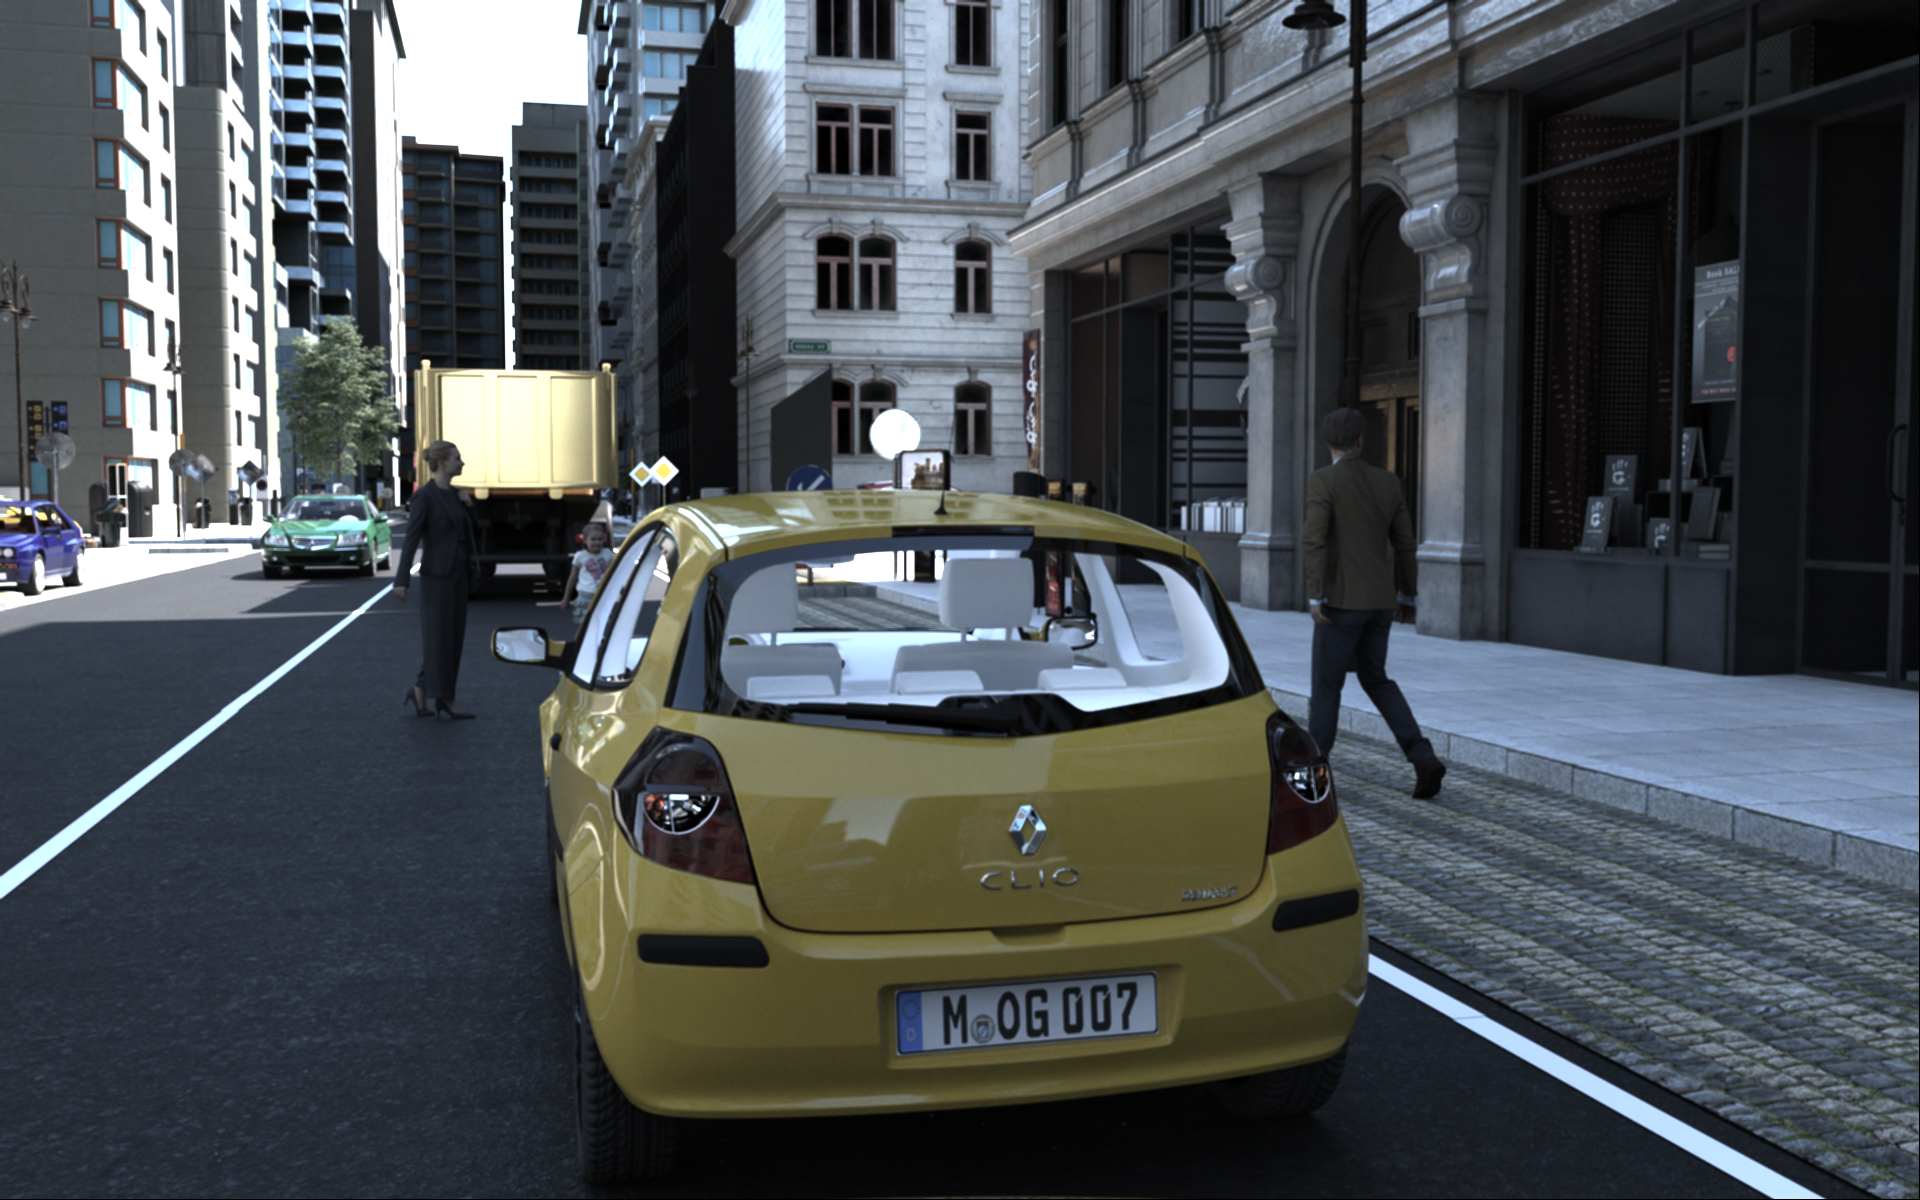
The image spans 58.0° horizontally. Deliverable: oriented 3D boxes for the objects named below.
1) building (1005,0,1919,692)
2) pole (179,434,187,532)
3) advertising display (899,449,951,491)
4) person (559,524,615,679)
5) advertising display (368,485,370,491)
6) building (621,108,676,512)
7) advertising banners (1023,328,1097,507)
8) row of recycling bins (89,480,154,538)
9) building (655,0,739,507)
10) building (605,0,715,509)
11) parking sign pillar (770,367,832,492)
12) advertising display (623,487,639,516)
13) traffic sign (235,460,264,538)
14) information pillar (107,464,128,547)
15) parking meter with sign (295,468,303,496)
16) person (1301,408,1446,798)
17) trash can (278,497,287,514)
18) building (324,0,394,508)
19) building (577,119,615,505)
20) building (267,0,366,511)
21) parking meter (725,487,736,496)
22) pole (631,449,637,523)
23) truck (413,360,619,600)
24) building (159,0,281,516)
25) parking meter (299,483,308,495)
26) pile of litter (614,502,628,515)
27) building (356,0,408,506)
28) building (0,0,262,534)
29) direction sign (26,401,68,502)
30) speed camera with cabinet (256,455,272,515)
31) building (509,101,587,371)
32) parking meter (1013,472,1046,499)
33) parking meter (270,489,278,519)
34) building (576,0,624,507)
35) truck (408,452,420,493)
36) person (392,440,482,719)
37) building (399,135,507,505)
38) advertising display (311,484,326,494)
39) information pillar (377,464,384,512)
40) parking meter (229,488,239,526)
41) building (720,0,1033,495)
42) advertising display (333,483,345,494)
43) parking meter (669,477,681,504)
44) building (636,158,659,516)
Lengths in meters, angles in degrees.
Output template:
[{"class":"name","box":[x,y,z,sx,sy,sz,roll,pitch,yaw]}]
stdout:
[{"class":"building","box":[5.628,-10.756,26.770,10.553,20.767,40.483,-1,4,-14]},{"class":"pole","box":[-26.251,-3.955,58.513,0.158,3.312,0.155,0,3,0]},{"class":"advertising display","box":[-0.513,-1.216,25.095,0.123,1.923,0.974,-3,5,-44]},{"class":"person","box":[-2.751,0.028,13.063,0.505,1.210,0.382,-3,4,-36]},{"class":"advertising display","box":[-41.505,-7.123,121.676,0.123,1.923,0.974,-1,4,-17]},{"class":"building","box":[-15.014,-20.138,116.650,14.401,28.519,23.554,-1,4,-14]},{"class":"advertising banners","box":[0.995,-1.326,17.874,0.090,3.025,2.074,-1,4,-17]},{"class":"row of recycling bins","box":[-24.994,-2.714,51.494,1.069,1.692,3.534,-3,5,-43]},{"class":"building","box":[-7.021,-15.275,79.419,12.332,23.373,15.834,-1,4,-14]},{"class":"building","box":[-18.038,-32.204,146.143,23.786,49.044,30.456,-1,4,-14]},{"class":"parking sign pillar","box":[-3.395,-2.968,36.994,1.447,3.967,1.447,-1,4,-10]},{"class":"advertising display","box":[-19.647,-6.003,103.365,0.974,1.923,0.123,1,4,19]},{"class":"traffic sign","box":[-20.659,-2.861,50.416,0.795,2.450,0.064,-1,4,-14]},{"class":"information pillar","box":[-20.450,-2.297,42.049,0.304,2.012,0.304,1,4,16]},{"class":"parking meter with sign","box":[-43.288,-7.182,113.681,0.543,3.016,1.738,-1,4,-21]},{"class":"person","box":[1.895,0.016,8.146,0.836,1.842,0.656,2,4,31]},{"class":"trash can","box":[-36.116,-4.915,92.006,0.748,1.137,0.748,0,3,0]},{"class":"building","box":[-59.491,-31.009,157.100,14.600,45.320,14.200,-1,4,-14]},{"class":"building","box":[-35.459,-31.200,193.706,14.154,41.232,14.086,-1,4,-14]},{"class":"building","box":[-57.815,-50.172,132.978,22.319,86.520,31.000,-1,4,-14]},{"class":"parking meter","box":[-7.883,-3.118,59.398,0.372,1.533,0.369,0,3,0]},{"class":"pole","box":[-14.638,-5.128,77.685,0.158,3.312,0.155,0,3,0]},{"class":"truck","box":[-6.928,-1.908,27.115,3.469,3.379,9.791,-1,4,-14]},{"class":"building","box":[-46.047,-25.156,94.895,14.154,41.232,14.086,-1,4,-14]},{"class":"parking meter","box":[-33.741,-5.098,89.062,0.255,1.863,0.399,2,4,26]},{"class":"pile of litter","box":[-20.622,-5.564,104.930,1.719,0.858,1.176,1,4,18]},{"class":"building","box":[-71.356,-35.971,177.358,27.495,52.752,28.713,-1,4,-14]},{"class":"building","box":[-43.377,-13.473,65.315,27.650,21.520,28.899,-1,4,-14]},{"class":"direction sign","box":[-22.189,-3.070,42.191,0.876,3.537,0.379,-2,4,-25]},{"class":"speed camera with cabinet","box":[-36.053,-5.725,87.935,2.038,3.252,0.660,0,4,-3]},{"class":"building","box":[-45.661,-36.420,219.167,21.600,48.544,21.300,-1,4,-14]},{"class":"parking meter","box":[0.789,-0.691,19.708,0.372,1.533,0.369,0,3,0]},{"class":"parking meter","box":[-35.848,-5.020,90.486,0.372,1.533,0.369,0,3,0]},{"class":"building","box":[-23.163,-35.801,174.578,28.713,52.752,27.495,-1,4,-14]},{"class":"truck","box":[-29.686,-6.719,98.763,2.839,4.237,11.283,-1,4,-14]},{"class":"person","box":[-3.350,-0.130,11.050,0.534,1.772,0.576,0,4,-2]},{"class":"building","box":[-70.480,-34.166,213.231,28.867,44.769,22.147,-1,4,-14]},{"class":"advertising display","box":[-42.103,-6.636,113.716,0.123,1.923,0.974,3,4,37]},{"class":"information pillar","box":[-41.056,-8.032,122.676,0.504,3.616,0.183,-3,5,-44]},{"class":"parking meter","box":[-29.370,-3.771,70.062,0.372,1.533,0.369,0,3,0]},{"class":"building","box":[3.605,-16.887,63.491,23.554,28.519,14.401,-1,4,-14]},{"class":"advertising display","box":[-35.485,-5.734,98.961,0.974,1.923,0.123,2,4,35]},{"class":"parking meter","box":[-9.891,-3.327,60.104,0.399,1.863,0.255,-1,4,-13]},{"class":"building","box":[-12.272,-15.093,95.929,9.793,20.994,18.267,-1,4,-14]}]
